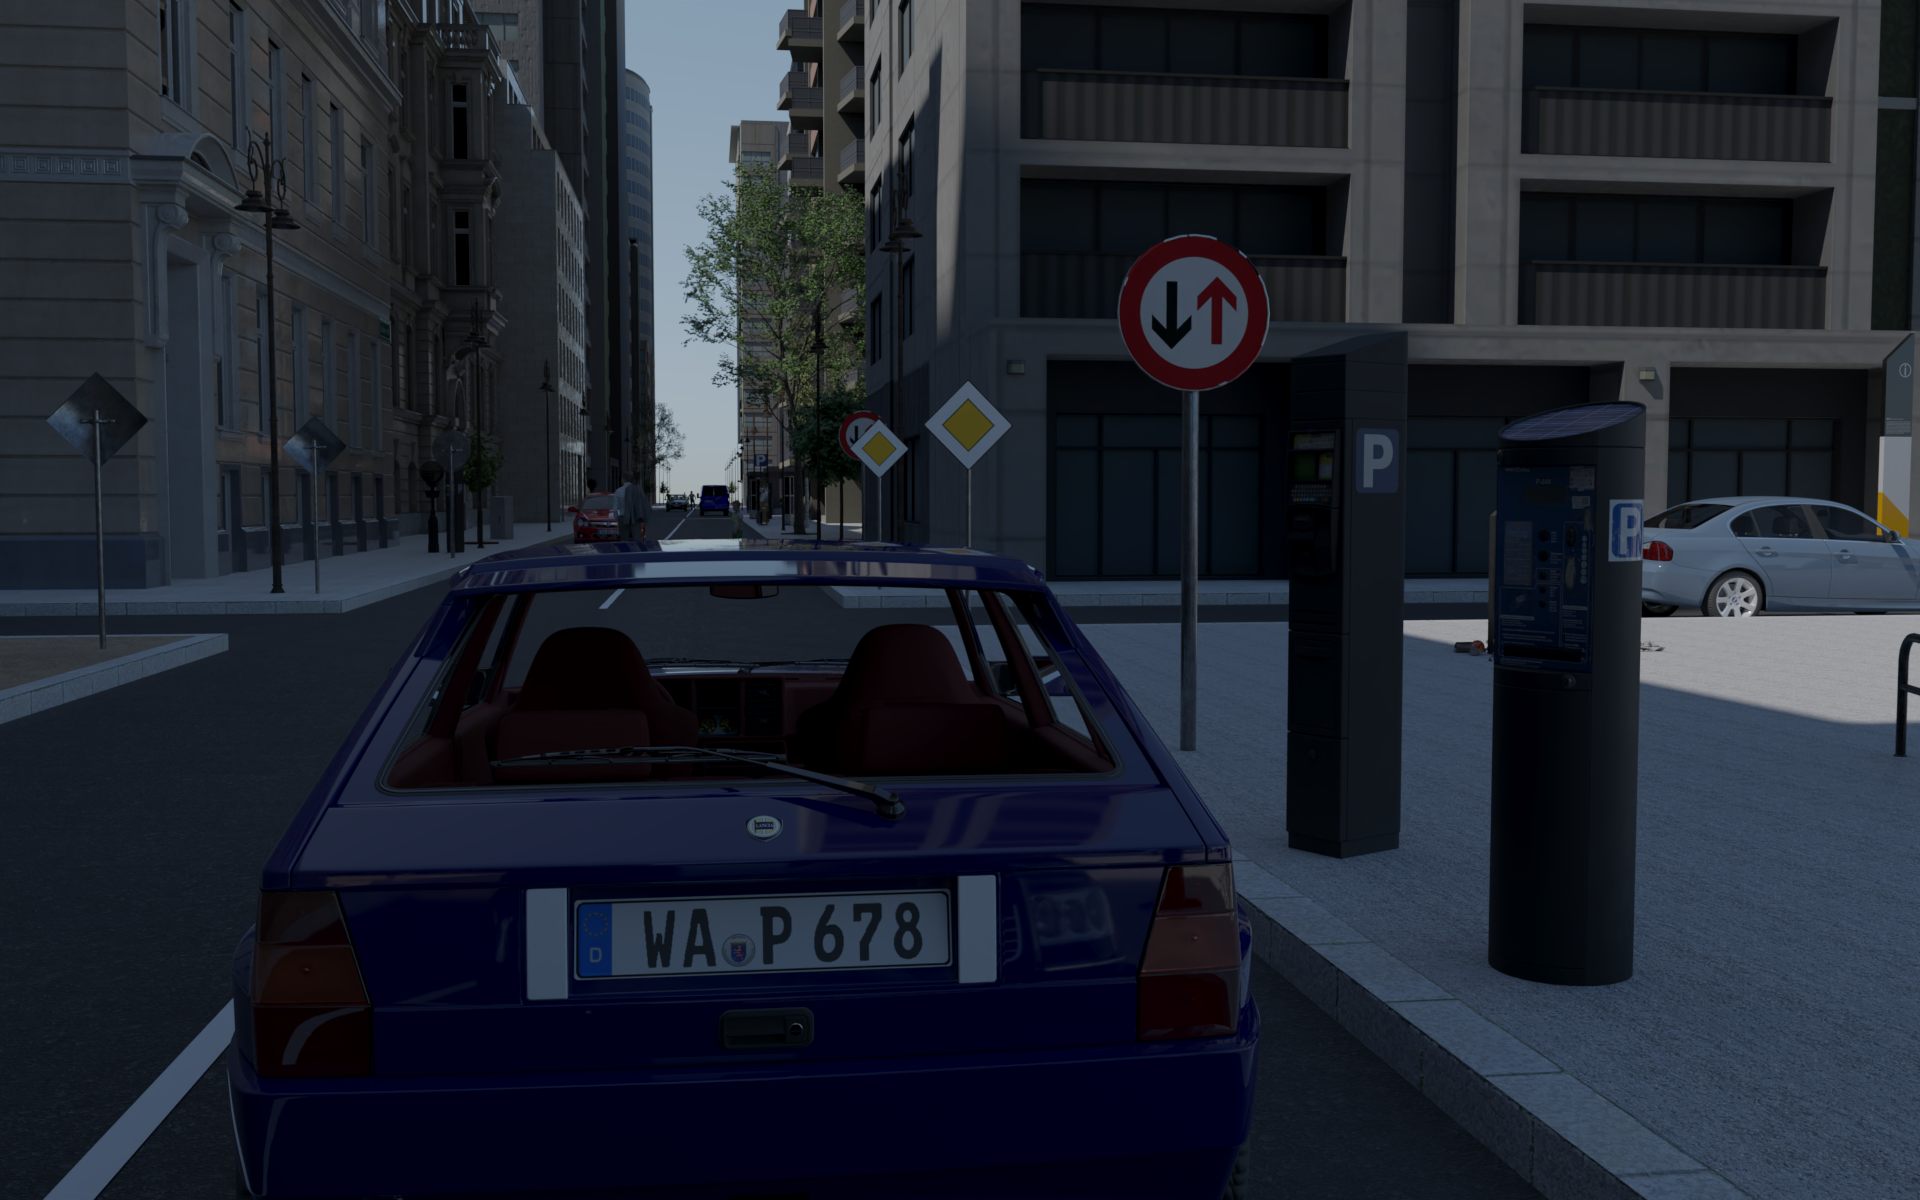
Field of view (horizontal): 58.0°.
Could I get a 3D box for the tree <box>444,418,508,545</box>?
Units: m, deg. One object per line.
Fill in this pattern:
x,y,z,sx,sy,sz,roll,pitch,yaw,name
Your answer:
-12.518,-3.045,44.386,1.663,3.219,1.824,0,3,0,tree

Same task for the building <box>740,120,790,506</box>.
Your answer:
-17.369,-31.183,193.441,14.154,41.232,14.086,-1,4,-8,building

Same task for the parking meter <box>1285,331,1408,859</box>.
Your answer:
1.381,-0.031,6.213,0.399,1.863,0.255,-3,4,-36,parking meter

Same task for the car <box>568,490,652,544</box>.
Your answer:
-9.180,-2.230,45.504,2.155,1.783,4.494,-1,4,-10,car

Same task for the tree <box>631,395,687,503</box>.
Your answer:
-29.585,-14.018,163.600,8.767,10.594,7.601,0,4,5,tree

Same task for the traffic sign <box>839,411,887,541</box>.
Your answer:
-1.467,-1.616,26.534,0.768,2.556,0.104,0,4,1,traffic sign

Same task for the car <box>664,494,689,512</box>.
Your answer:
-23.346,-8.129,142.700,2.009,1.686,4.222,-1,4,-9,car

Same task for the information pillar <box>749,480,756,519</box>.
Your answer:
-10.635,-5.165,88.941,0.304,2.012,0.304,-2,4,-24,information pillar

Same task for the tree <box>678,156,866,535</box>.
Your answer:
-5.242,-7.874,54.498,9.928,11.665,9.643,0,3,0,tree

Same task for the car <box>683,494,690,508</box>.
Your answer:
-29.980,-10.641,185.785,2.131,1.459,4.920,0,4,-7,car

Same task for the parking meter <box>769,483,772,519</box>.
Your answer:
-9.855,-5.088,88.899,0.399,1.863,0.255,0,4,0,parking meter

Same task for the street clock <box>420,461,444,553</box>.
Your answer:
-11.527,-2.036,37.867,0.471,2.002,0.358,0,4,3,street clock

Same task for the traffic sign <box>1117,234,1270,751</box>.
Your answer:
1.143,-0.519,8.599,0.768,2.556,0.104,0,4,-8,traffic sign

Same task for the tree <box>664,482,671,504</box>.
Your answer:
-38.918,-14.204,226.834,1.663,3.219,1.824,0,3,0,tree

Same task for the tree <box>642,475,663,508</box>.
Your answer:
-28.706,-10.034,158.651,1.663,3.219,1.824,0,3,0,tree

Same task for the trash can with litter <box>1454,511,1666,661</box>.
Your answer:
4.890,-0.178,13.961,2.233,1.210,1.678,-1,4,-20,trash can with litter

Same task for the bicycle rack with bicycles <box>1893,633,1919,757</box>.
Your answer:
5.474,0.356,7.562,2.852,0.926,2.925,1,4,11,bicycle rack with bicycles

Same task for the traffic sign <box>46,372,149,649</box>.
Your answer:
-7.103,-0.652,14.298,0.795,2.450,0.064,-1,4,-8,traffic sign

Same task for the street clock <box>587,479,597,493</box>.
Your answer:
-17.408,-4.730,81.904,0.471,2.002,0.358,3,4,37,street clock

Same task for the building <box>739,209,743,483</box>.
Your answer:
-16.116,-34.285,215.177,22.147,44.769,28.867,-1,4,-8,building

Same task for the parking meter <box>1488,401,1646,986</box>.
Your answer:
1.625,0.230,4.648,0.372,1.533,0.369,0,3,0,parking meter

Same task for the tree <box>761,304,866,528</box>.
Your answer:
-5.569,-7.032,65.330,4.737,8.622,4.395,0,3,0,tree

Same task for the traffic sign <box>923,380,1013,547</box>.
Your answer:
0.068,-0.714,15.320,0.795,2.450,0.064,-1,4,-8,traffic sign

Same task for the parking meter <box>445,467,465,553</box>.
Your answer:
-11.035,-1.964,37.830,0.255,1.863,0.399,1,4,12,parking meter

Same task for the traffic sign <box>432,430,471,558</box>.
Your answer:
-10.177,-2.114,34.677,0.768,2.556,0.104,0,4,-3,traffic sign

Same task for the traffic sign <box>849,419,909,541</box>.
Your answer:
-1.084,-1.197,23.221,0.795,2.450,0.064,-1,4,-8,traffic sign

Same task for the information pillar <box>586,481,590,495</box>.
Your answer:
-20.508,-5.531,94.928,0.304,2.012,0.304,2,4,31,information pillar

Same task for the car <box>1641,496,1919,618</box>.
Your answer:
9.370,-0.454,19.429,4.499,1.417,2.014,-1,4,-9,car

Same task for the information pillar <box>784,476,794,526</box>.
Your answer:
-6.981,-4.049,70.692,0.304,2.012,0.304,2,4,25,information pillar

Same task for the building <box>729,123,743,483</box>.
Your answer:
-17.685,-40.013,243.451,28.713,52.752,27.495,-1,4,-8,building

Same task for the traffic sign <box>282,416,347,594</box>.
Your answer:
-8.255,-1.135,22.200,0.795,2.450,0.064,-1,4,-8,traffic sign

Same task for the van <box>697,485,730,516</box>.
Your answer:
-16.565,-6.861,116.557,2.240,2.365,5.245,-1,4,-9,van

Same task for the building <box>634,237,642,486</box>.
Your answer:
-41.749,-25.359,186.320,14.160,30.474,14.107,-1,4,-8,building

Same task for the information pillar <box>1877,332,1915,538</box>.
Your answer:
13.561,-2.063,25.091,0.504,3.616,0.183,-1,4,-14,information pillar

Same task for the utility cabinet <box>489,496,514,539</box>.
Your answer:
-13.076,-2.337,49.376,0.306,1.237,1.020,-3,4,-38,utility cabinet

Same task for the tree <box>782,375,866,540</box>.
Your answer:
-3.356,-3.913,47.697,4.285,4.588,4.351,0,3,0,tree

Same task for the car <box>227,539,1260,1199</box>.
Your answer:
-0.546,0.498,4.442,1.945,1.354,3.894,0,4,-8,car

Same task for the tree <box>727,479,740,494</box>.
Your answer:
-28.515,-13.546,216.078,1.663,3.219,1.824,0,3,0,tree

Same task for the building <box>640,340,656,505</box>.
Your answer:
-50.836,-22.136,206.962,27.650,21.520,28.899,-1,4,-8,building
